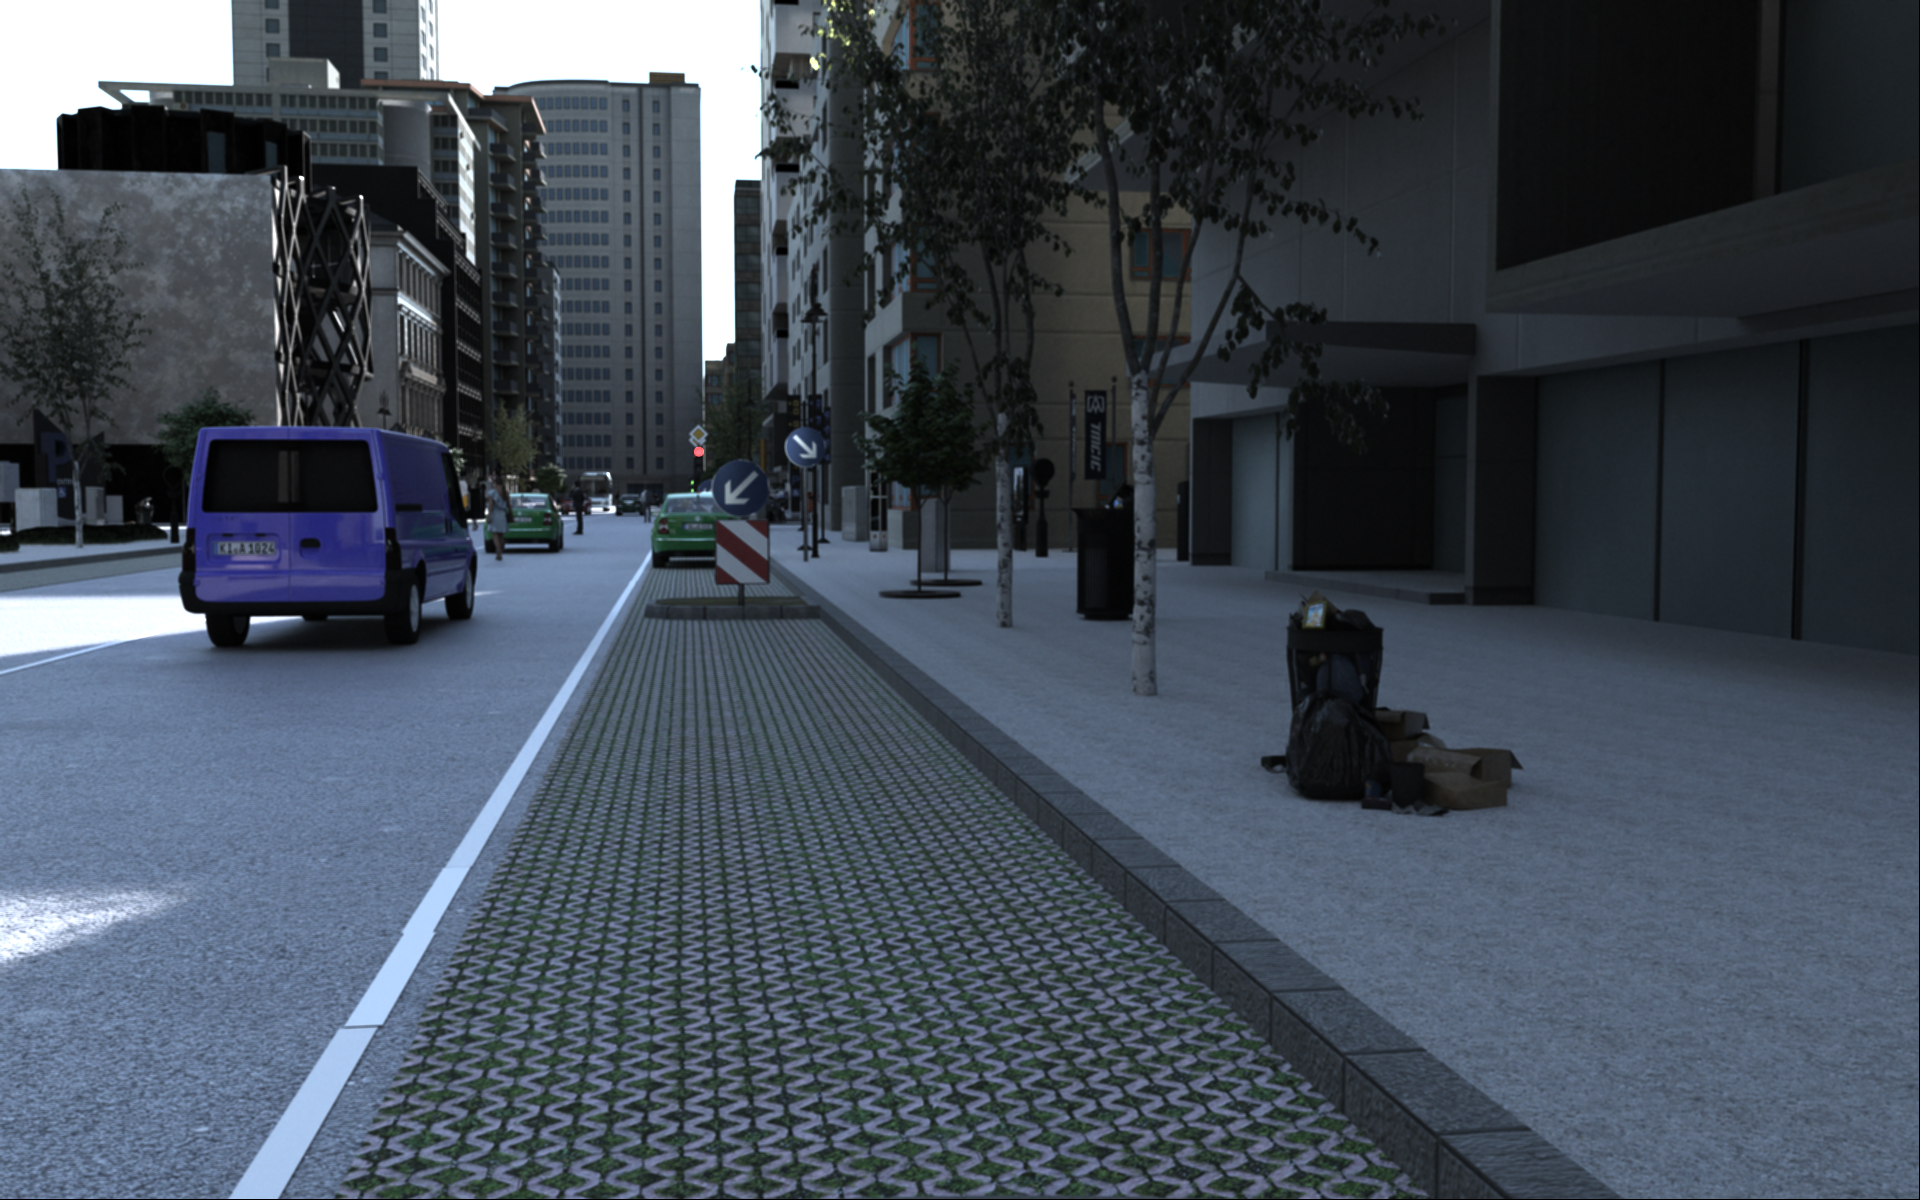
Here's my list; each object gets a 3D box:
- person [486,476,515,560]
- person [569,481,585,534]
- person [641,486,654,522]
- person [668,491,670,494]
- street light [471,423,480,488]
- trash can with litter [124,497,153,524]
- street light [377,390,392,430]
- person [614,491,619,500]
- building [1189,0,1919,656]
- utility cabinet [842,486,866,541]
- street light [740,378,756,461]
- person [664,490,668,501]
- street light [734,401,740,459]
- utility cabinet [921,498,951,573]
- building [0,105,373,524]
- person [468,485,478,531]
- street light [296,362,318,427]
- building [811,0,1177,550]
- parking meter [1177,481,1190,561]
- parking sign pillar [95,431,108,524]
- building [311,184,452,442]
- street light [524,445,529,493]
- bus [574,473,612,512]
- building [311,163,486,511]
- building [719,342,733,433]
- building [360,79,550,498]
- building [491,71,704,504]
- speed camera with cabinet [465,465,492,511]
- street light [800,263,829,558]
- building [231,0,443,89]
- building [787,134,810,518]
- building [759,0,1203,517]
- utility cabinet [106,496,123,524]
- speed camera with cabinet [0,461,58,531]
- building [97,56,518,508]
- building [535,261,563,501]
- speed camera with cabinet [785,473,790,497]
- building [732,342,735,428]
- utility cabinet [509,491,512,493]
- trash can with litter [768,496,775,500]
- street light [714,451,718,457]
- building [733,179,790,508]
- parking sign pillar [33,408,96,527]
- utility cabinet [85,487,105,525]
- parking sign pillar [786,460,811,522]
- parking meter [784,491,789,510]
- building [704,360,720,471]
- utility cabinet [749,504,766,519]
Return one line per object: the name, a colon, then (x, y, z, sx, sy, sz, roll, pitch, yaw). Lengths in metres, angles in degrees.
person: (-9.918, -1.763, 37.411, 0.616, 1.811, 0.778, -2, 4, -25)
person: (-13.615, -3.282, 61.515, 0.474, 1.900, 0.648, 0, 4, 0)
person: (-15.881, -4.858, 88.033, 0.679, 1.850, 0.850, -1, 4, -18)
person: (-35.536, -12.452, 212.537, 0.568, 1.767, 0.683, 2, 4, 23)
street light: (-30.769, -8.397, 110.071, 0.468, 5.910, 1.993, -1, 4, -9)
trash can with litter: (-29.764, -3.135, 62.647, 1.055, 1.170, 0.624, 0, 4, -5)
street light: (-25.430, -6.351, 76.628, 0.468, 5.910, 1.993, -1, 4, -9)
person: (-36.711, -10.754, 185.144, 0.721, 1.723, 1.217, -2, 4, -33)
building: (16.963, -26.300, 19.237, 28.713, 52.752, 27.495, -1, 4, -9)
utility cabinet: (-2.914, -2.364, 47.326, 0.318, 1.500, 1.173, -1, 4, -23)
street light: (-8.389, -5.896, 69.180, 0.468, 5.910, 1.993, -1, 4, -9)
person: (-24.987, -8.443, 146.889, 0.444, 1.785, 0.601, 1, 4, 19)
street light: (-10.821, -6.860, 84.951, 0.468, 5.910, 1.993, -1, 4, -9)
utility cabinet: (-0.415, -1.076, 28.754, 0.306, 1.237, 1.020, 1, 4, 12)
building: (-37.535, -13.226, 83.704, 16.820, 18.784, 16.811, -1, 4, -9)
person: (-19.057, -3.621, 68.060, 0.694, 1.780, 0.624, 2, 4, 29)
street light: (-22.961, -5.392, 60.944, 0.468, 5.910, 1.993, -1, 4, -9)
building: (10.093, -12.884, 55.685, 27.650, 21.520, 28.899, -1, 4, -9)
parking meter: (4.355, -1.517, 33.207, 0.372, 1.533, 0.369, 0, 3, 0)
parking sign pillar: (-37.131, -5.215, 73.736, 1.447, 3.967, 1.447, -3, 4, -38)
building: (-38.226, -14.868, 107.714, 10.561, 19.102, 19.286, -1, 4, -9)
street light: (-36.088, -10.471, 143.996, 0.468, 5.910, 1.993, -1, 4, -9)
bus: (-30.396, -9.129, 144.124, 2.948, 3.499, 13.247, -1, 4, -10)
building: (-41.603, -18.050, 124.796, 12.332, 23.373, 15.834, -1, 4, -9)
building: (-15.119, -22.557, 213.840, 27.650, 21.520, 28.899, -1, 4, -9)
building: (-56.089, -32.489, 185.811, 22.147, 44.769, 28.867, -1, 4, -9)
building: (-50.452, -42.914, 243.635, 28.212, 58.520, 21.231, -1, 4, -9)
speed camera with cabinet: (-33.287, -7.670, 119.747, 2.038, 3.252, 0.660, 2, 4, 29)
street light: (-2.932, -3.799, 34.902, 0.468, 5.910, 1.993, -1, 4, -9)
building: (-73.271, -47.029, 207.170, 20.611, 71.187, 20.563, -1, 4, -9)
building: (5.667, -15.395, 96.741, 28.899, 21.520, 27.650, -1, 4, -9)
building: (-0.489, -32.828, 125.973, 28.713, 52.752, 27.495, -1, 4, -9)
utility cabinet: (-36.983, -3.924, 75.320, 1.020, 1.237, 0.306, -2, 4, -32)
speed camera with cabinet: (-26.264, -3.311, 48.466, 2.038, 3.252, 0.660, 1, 4, 20)
building: (-57.785, -28.557, 158.782, 32.217, 40.220, 23.993, -1, 4, -9)
building: (-56.649, -27.080, 214.453, 14.107, 30.474, 14.160, -1, 4, -9)
speed camera with cabinet: (-14.012, -9.209, 144.897, 0.660, 3.252, 2.038, 3, 5, 39)
building: (-9.629, -20.789, 184.939, 27.650, 21.520, 28.899, -1, 4, -9)
utility cabinet: (-34.370, -7.453, 130.530, 1.173, 1.500, 0.318, 1, 4, 18)
trash can with litter: (-10.324, -5.115, 95.009, 0.624, 1.170, 1.055, -1, 4, -17)
street light: (-21.342, -10.953, 151.862, 0.468, 5.910, 1.993, -1, 4, -9)
building: (-14.118, -23.886, 162.235, 14.160, 30.474, 14.107, -1, 4, -9)
parking sign pillar: (-28.605, -4.056, 54.789, 1.447, 3.967, 1.447, 1, 4, 14)
utility cabinet: (-26.238, -2.685, 52.582, 0.318, 1.500, 1.173, -1, 4, -16)
parking sign pillar: (-7.624, -5.607, 80.142, 1.447, 3.967, 1.447, 0, 4, -8)
parking meter: (-14.020, -8.055, 140.109, 0.372, 1.533, 0.369, 0, 3, 0)
building: (-22.529, -24.897, 252.101, 28.899, 21.520, 27.650, -1, 4, -9)
utility cabinet: (-7.198, -3.229, 61.470, 0.318, 1.500, 1.173, 1, 4, 9)
